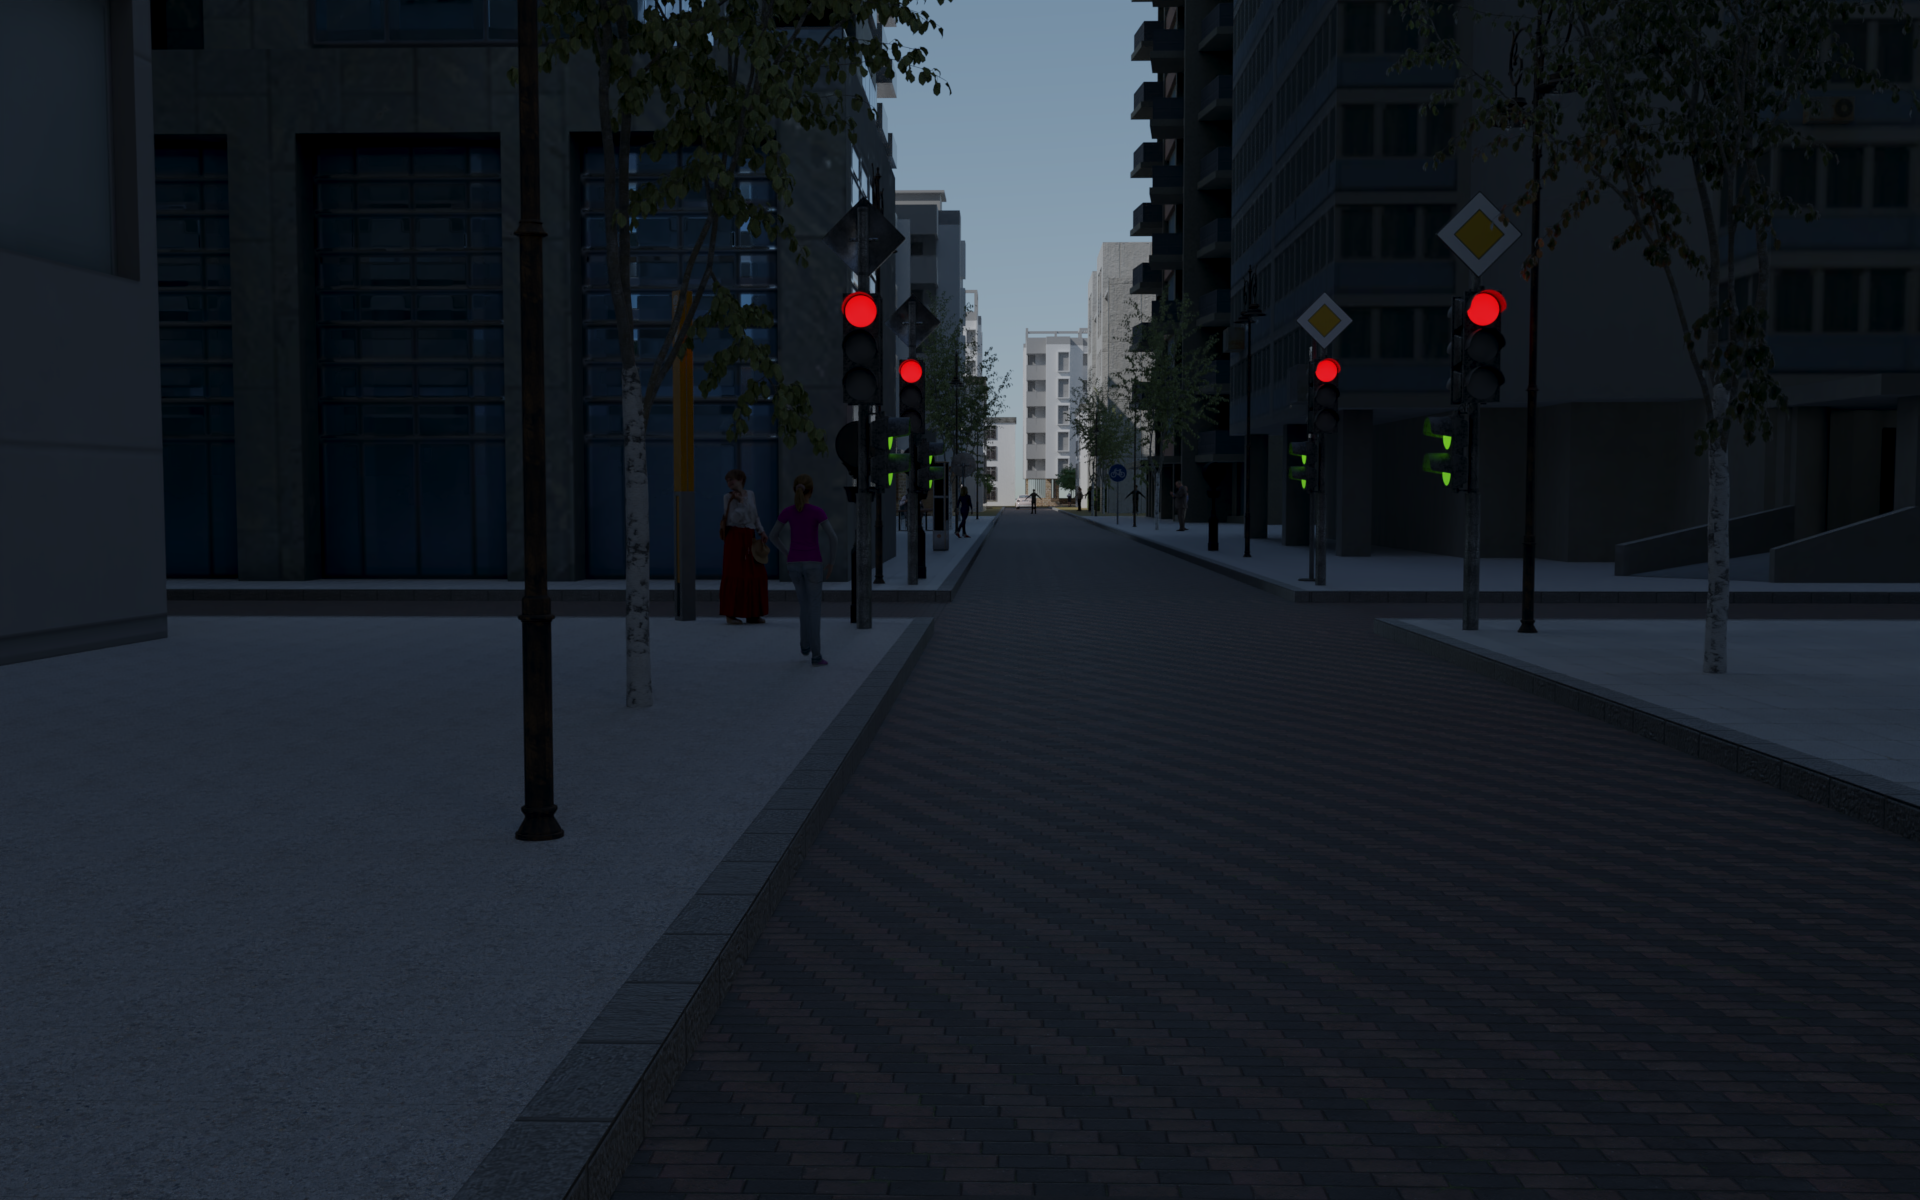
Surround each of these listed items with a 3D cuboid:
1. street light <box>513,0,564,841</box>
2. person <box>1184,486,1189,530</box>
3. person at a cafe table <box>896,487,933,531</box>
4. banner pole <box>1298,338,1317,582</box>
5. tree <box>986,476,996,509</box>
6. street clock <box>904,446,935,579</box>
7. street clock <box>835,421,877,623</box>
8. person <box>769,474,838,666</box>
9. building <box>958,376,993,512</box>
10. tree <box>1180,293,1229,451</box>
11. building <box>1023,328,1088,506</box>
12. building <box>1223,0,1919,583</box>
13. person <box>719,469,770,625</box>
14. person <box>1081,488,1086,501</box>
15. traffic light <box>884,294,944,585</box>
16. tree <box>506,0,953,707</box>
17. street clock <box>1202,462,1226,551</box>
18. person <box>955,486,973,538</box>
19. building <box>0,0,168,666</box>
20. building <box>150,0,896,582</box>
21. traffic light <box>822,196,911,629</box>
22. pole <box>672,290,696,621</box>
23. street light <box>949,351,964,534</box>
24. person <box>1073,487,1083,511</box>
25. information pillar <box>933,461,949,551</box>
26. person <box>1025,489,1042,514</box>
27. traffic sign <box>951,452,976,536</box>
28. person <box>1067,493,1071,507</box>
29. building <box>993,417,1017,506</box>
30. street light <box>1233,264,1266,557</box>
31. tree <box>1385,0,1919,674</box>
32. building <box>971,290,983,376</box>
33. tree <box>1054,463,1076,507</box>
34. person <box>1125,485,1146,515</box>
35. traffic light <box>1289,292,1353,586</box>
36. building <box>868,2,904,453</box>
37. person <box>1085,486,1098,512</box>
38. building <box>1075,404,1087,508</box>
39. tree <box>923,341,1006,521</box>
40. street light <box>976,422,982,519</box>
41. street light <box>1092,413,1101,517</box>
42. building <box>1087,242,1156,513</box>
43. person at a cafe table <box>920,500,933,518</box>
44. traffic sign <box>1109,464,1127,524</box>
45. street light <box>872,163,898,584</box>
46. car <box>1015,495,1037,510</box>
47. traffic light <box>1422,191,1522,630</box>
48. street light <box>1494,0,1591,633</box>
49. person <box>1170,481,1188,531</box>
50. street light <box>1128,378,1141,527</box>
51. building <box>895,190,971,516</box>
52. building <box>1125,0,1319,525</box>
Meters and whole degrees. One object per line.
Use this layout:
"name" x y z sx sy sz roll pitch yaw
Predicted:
"street light" -1.573 -2.050 6.304 0.468 5.910 1.993 0 4 2
"person" 7.997 -3.273 61.621 0.319 1.574 0.516 1 4 18
"person at a cafe table" -1.629 -3.177 60.465 1.698 1.524 1.622 -2 4 -25
"banner pole" 5.214 -2.182 25.695 0.401 3.779 0.863 0 4 6
"tree" 2.304 -10.013 158.310 1.663 3.219 1.824 0 3 0
"street clock" -0.635 -1.323 26.200 0.471 2.002 0.358 -2 4 -33
"street clock" -0.987 -0.773 17.210 0.471 2.002 0.358 0 4 6
"person" -1.143 -0.234 13.100 0.726 1.435 0.776 1 4 8
"building" -2.323 -11.961 137.704 9.099 9.664 28.070 0 4 2
"tree" 7.218 -6.820 61.872 4.737 8.622 4.395 0 3 0
"building" 12.700 -20.517 191.868 11.380 20.091 16.016 0 4 2
"building" 19.175 -21.269 39.629 23.993 40.220 32.217 0 4 2
"person" -2.139 -0.523 17.054 0.523 1.526 0.387 -3 4 -39
"person" 9.647 -7.962 136.759 0.750 1.759 0.617 0 3 0
"traffic light" -0.651 -2.169 24.387 0.839 4.253 0.868 0 4 2
"tree" -1.713 -3.657 10.154 4.737 8.622 4.395 0 3 0
"street clock" 5.718 -2.109 39.047 0.471 2.002 0.358 -1 4 -16
"person" 0.102 -2.575 50.687 0.480 1.512 0.613 1 4 21
"building" -19.653 -25.317 3.180 27.495 52.752 28.713 0 4 2
"building" -12.317 -44.387 38.407 22.319 86.520 31.000 0 4 2
"traffic light" -0.895 -1.681 16.405 0.839 4.253 0.868 0 4 2
"pole" -2.787 -1.445 17.474 0.158 3.312 0.155 0 3 0
"street light" -0.107 -5.099 56.157 0.468 5.910 1.993 0 4 2
"person" 8.917 -7.567 129.781 0.705 1.823 1.348 -2 4 -27
"information pillar" -0.431 -2.116 39.090 0.304 2.012 0.304 1 4 17
"person" 5.338 -7.149 125.529 1.348 1.807 0.705 -1 4 -14
"traffic sign" 0.103 -3.213 52.641 0.768 2.556 0.104 0 4 3
"person" 10.762 -9.861 170.454 0.628 1.438 0.799 -2 4 -28
"building" -7.850 -15.142 189.723 28.070 9.664 9.099 0 4 2
"street light" 5.842 -3.808 35.045 0.468 5.910 1.993 0 4 2
"tree" 5.189 -3.780 12.163 4.360 8.622 3.978 0 3 0
"building" -3.584 -18.997 167.027 11.380 20.091 16.016 0 4 2
"tree" 11.352 -11.809 176.790 4.285 4.588 4.351 0 3 0
"person" 10.863 -6.207 107.153 1.348 1.869 0.705 1 4 9
"traffic light" 5.048 -2.160 24.229 0.839 4.253 0.868 0 4 2
"building" -14.484 -28.054 78.291 23.786 49.044 30.456 0 4 2
"person" 9.270 -7.156 122.671 1.348 1.869 0.705 -3 5 -41
"building" 15.656 -13.359 160.569 9.099 9.664 28.070 0 4 2
"tree" 0.005 -8.034 81.720 4.360 8.622 3.978 0 3 0
"street light" 0.878 -7.028 87.698 0.468 5.910 1.993 0 4 2
"street light" 7.778 -7.716 98.937 0.468 5.910 1.993 0 4 2
"building" 18.627 -16.118 129.979 16.747 18.905 31.486 0 4 2
"person at a cafe table" -1.430 -3.395 66.373 1.698 1.238 1.726 -1 4 -17
"traffic sign" 6.663 -4.468 73.157 0.768 2.556 0.104 1 4 9
"street light" -1.159 -3.172 24.646 0.468 5.910 1.993 0 4 2
"car" 6.193 -9.157 162.086 2.083 1.381 4.827 0 4 4
"traffic light" 4.804 -1.671 16.247 0.839 4.253 0.868 0 4 2
"street light" 5.259 -2.635 15.869 0.468 5.910 1.993 0 4 2
"person" 7.561 -3.247 59.812 0.600 1.739 0.565 -2 4 -29
"street light" 6.797 -5.778 67.254 0.468 5.910 1.993 0 4 2
"building" -7.632 -15.271 106.095 16.016 20.091 11.380 0 4 2
"building" 19.764 -26.262 84.006 22.147 44.769 28.867 0 4 2
